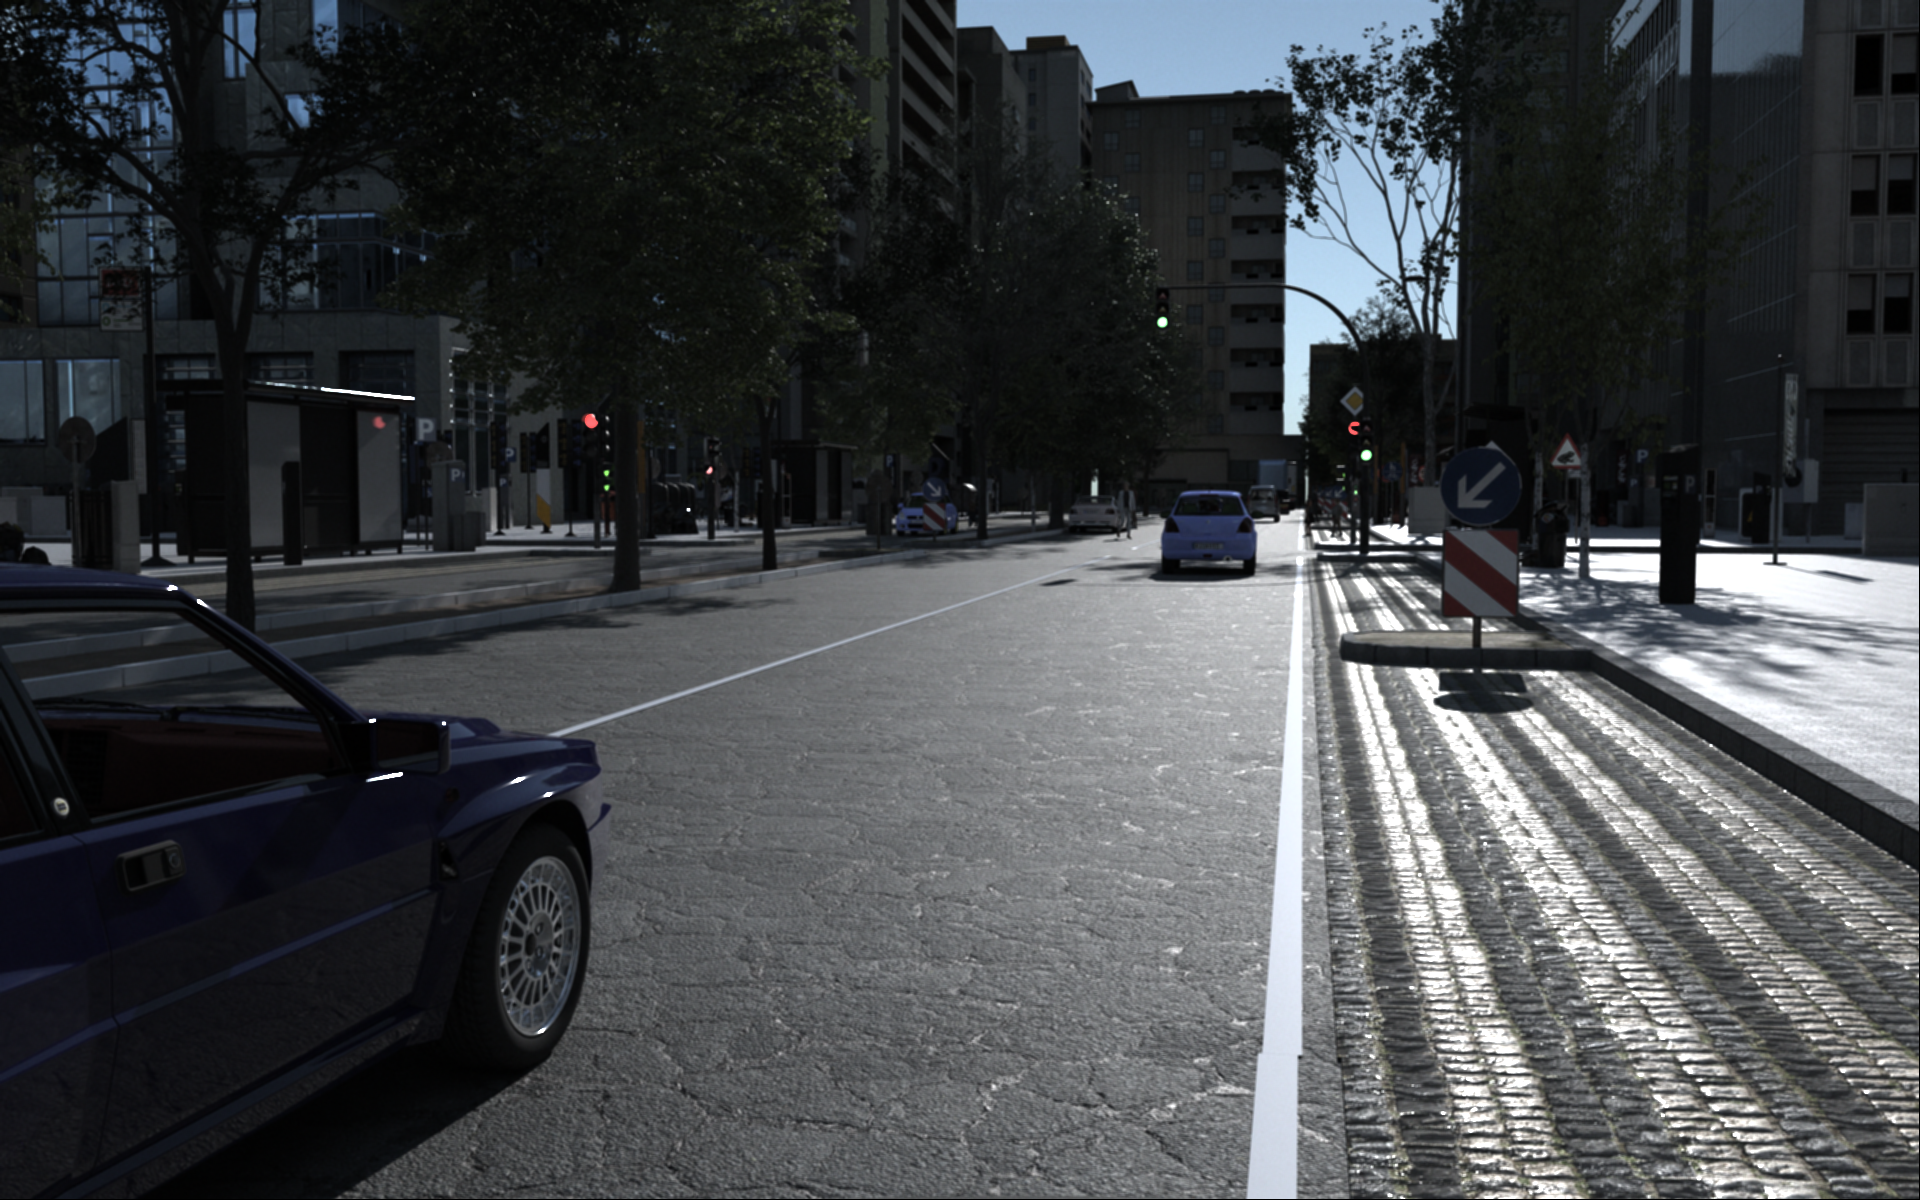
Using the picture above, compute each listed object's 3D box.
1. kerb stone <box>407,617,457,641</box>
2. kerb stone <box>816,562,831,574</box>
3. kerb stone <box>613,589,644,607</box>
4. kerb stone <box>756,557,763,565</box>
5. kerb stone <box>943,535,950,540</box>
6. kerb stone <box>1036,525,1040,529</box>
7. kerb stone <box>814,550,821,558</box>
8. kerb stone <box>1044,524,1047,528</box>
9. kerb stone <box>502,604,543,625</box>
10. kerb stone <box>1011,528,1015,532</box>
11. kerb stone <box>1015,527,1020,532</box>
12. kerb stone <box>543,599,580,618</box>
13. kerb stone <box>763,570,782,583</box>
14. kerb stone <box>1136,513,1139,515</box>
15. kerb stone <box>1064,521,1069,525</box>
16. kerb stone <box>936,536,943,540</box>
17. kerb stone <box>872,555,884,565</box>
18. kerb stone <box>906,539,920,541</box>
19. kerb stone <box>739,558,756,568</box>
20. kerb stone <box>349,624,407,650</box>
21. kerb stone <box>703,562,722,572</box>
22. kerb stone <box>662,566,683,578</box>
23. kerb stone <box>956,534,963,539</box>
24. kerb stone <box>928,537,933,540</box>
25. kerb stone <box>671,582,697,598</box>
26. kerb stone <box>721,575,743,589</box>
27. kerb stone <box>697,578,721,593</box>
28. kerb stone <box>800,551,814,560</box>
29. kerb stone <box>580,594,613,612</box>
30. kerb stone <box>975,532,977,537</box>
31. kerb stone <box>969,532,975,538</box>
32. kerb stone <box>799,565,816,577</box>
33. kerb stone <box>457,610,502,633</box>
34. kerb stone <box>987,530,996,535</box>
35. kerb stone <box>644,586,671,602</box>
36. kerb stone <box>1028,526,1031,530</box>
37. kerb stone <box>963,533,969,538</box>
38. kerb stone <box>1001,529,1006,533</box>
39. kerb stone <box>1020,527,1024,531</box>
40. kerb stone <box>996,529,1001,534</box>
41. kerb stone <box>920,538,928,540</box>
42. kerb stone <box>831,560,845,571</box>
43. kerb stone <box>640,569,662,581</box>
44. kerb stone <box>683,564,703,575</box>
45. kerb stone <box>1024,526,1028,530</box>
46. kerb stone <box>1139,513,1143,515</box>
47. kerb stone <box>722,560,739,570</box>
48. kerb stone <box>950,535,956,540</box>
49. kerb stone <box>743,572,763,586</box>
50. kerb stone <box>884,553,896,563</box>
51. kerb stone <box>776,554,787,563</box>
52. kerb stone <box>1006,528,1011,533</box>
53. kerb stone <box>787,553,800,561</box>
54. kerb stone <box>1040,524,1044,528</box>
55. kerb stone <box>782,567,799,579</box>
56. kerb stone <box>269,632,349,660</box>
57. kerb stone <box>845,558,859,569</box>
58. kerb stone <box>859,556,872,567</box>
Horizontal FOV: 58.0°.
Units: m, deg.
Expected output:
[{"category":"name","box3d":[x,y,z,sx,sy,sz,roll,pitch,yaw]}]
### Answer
[{"category":"kerb stone","box3d":[-5.361,0.295,17.364,0.120,0.150,1.000,1,4,11]},{"category":"kerb stone","box3d":[-2.582,-0.559,31.434,0.120,0.150,1.000,1,4,11]},{"category":"kerb stone","box3d":[-4.366,-0.012,22.394,0.120,0.150,1.000,1,4,11]},{"category":"kerb stone","box3d":[-4.050,-0.767,34.840,0.120,0.150,1.000,1,4,11]},{"category":"kerb stone","box3d":[-0.553,-1.855,52.529,0.120,0.150,1.000,1,4,11]},{"category":"kerb stone","box3d":[3.023,-2.962,70.621,0.120,0.150,1.000,1,4,11]},{"category":"kerb stone","box3d":[-3.252,-1.015,38.856,0.120,0.150,1.000,1,4,11]},{"category":"kerb stone","box3d":[3.428,-3.084,72.630,0.120,0.150,1.000,1,4,11]},{"category":"kerb stone","box3d":[-4.963,0.173,19.369,0.120,0.150,1.000,1,4,11]},{"category":"kerb stone","box3d":[1.832,-2.587,64.596,0.120,0.150,1.000,1,4,11]},{"category":"kerb stone","box3d":[2.027,-2.655,65.599,0.120,0.150,1.000,1,4,11]},{"category":"kerb stone","box3d":[-4.769,0.111,20.381,0.120,0.150,1.000,1,4,11]},{"category":"kerb stone","box3d":[-3.169,-0.381,28.421,0.120,0.150,1.000,1,4,11]},{"category":"kerb stone","box3d":[11.371,-5.542,112.855,0.120,0.150,1.000,1,4,11]},{"category":"kerb stone","box3d":[5.010,-3.578,80.688,0.120,0.150,1.000,1,4,11]},{"category":"kerb stone","box3d":[-0.751,-1.794,51.524,0.120,0.150,1.000,1,4,11]},{"category":"kerb stone","box3d":[-1.794,-0.811,35.463,0.120,0.150,1.000,1,4,11]},{"category":"kerb stone","box3d":[-1.350,-1.606,48.501,0.120,0.150,1.000,1,4,11]},{"category":"kerb stone","box3d":[-4.246,-0.706,33.834,0.120,0.150,1.000,1,4,11]},{"category":"kerb stone","box3d":[-5.555,0.357,16.357,0.120,0.150,1.000,1,4,11]},{"category":"kerb stone","box3d":[-4.641,-0.587,31.828,0.120,0.150,1.000,1,4,11]},{"category":"kerb stone","box3d":[-5.046,-0.462,29.818,0.120,0.150,1.000,1,4,11]},{"category":"kerb stone","box3d":[-0.146,-1.979,54.549,0.120,0.150,1.000,1,4,11]},{"category":"kerb stone","box3d":[-0.951,-1.727,50.520,0.120,0.150,1.000,1,4,11]},{"category":"kerb stone","box3d":[-3.967,-0.135,24.404,0.120,0.150,1.000,1,4,11]},{"category":"kerb stone","box3d":[-3.572,-0.258,26.417,0.120,0.150,1.000,1,4,11]},{"category":"kerb stone","box3d":[-3.771,-0.196,25.411,0.120,0.150,1.000,1,4,11]},{"category":"kerb stone","box3d":[-3.452,-0.957,37.854,0.120,0.150,1.000,1,4,11]},{"category":"kerb stone","box3d":[-4.569,0.051,21.392,0.120,0.150,1.000,1,4,11]},{"category":"kerb stone","box3d":[0.439,-2.163,57.563,0.120,0.150,1.000,1,4,11]},{"category":"kerb stone","box3d":[0.247,-2.100,56.559,0.120,0.150,1.000,1,4,11]},{"category":"kerb stone","box3d":[-2.779,-0.496,30.429,0.120,0.150,1.000,1,4,11]},{"category":"kerb stone","box3d":[-5.165,0.238,18.367,0.120,0.150,1.000,1,4,11]},{"category":"kerb stone","box3d":[1.039,-2.347,60.574,0.120,0.150,1.000,1,4,11]},{"category":"kerb stone","box3d":[-4.171,-0.074,23.403,0.120,0.150,1.000,1,4,11]},{"category":"kerb stone","box3d":[2.627,-2.839,68.615,0.120,0.150,1.000,1,4,11]},{"category":"kerb stone","box3d":[0.047,-2.038,55.556,0.120,0.150,1.000,1,4,11]},{"category":"kerb stone","box3d":[1.431,-2.470,62.581,0.120,0.150,1.000,1,4,11]},{"category":"kerb stone","box3d":[2.230,-2.713,66.608,0.120,0.150,1.000,1,4,11]},{"category":"kerb stone","box3d":[1.237,-2.402,61.577,0.120,0.150,1.000,1,4,11]},{"category":"kerb stone","box3d":[-1.150,-1.671,49.517,0.120,0.150,1.000,1,4,11]},{"category":"kerb stone","box3d":[-2.382,-0.626,32.436,0.120,0.150,1.000,1,4,11]},{"category":"kerb stone","box3d":[-5.240,-0.405,28.811,0.120,0.150,1.000,1,4,11]},{"category":"kerb stone","box3d":[-4.846,-0.527,30.823,0.120,0.150,1.000,1,4,11]},{"category":"kerb stone","box3d":[2.433,-2.778,67.611,0.120,0.150,1.000,1,4,11]},{"category":"kerb stone","box3d":[12.175,-5.788,116.880,0.120,0.150,1.000,1,4,11]},{"category":"kerb stone","box3d":[-4.448,-0.651,32.832,0.120,0.150,1.000,1,4,11]},{"category":"kerb stone","box3d":[-0.347,-1.912,53.540,0.120,0.150,1.000,1,4,11]},{"category":"kerb stone","box3d":[-3.373,-0.320,27.420,0.120,0.150,1.000,1,4,11]},{"category":"kerb stone","box3d":[-1.585,-0.873,36.463,0.120,0.150,1.000,1,4,11]},{"category":"kerb stone","box3d":[-3.847,-0.829,35.844,0.120,0.150,1.000,1,4,11]},{"category":"kerb stone","box3d":[1.641,-2.532,63.591,0.120,0.150,1.000,1,4,11]},{"category":"kerb stone","box3d":[-3.651,-0.896,36.847,0.120,0.150,1.000,1,4,11]},{"category":"kerb stone","box3d":[3.223,-3.017,71.624,0.120,0.150,1.000,1,4,11]},{"category":"kerb stone","box3d":[-2.984,-0.441,29.428,0.120,0.150,1.000,1,4,11]},{"category":"kerb stone","box3d":[-5.769,0.418,15.357,0.120,0.150,1.000,1,4,11]},{"category":"kerb stone","box3d":[-2.179,-0.688,33.448,0.120,0.150,1.000,1,4,11]},{"category":"kerb stone","box3d":[-1.988,-0.749,34.452,0.120,0.150,1.000,1,4,11]}]
